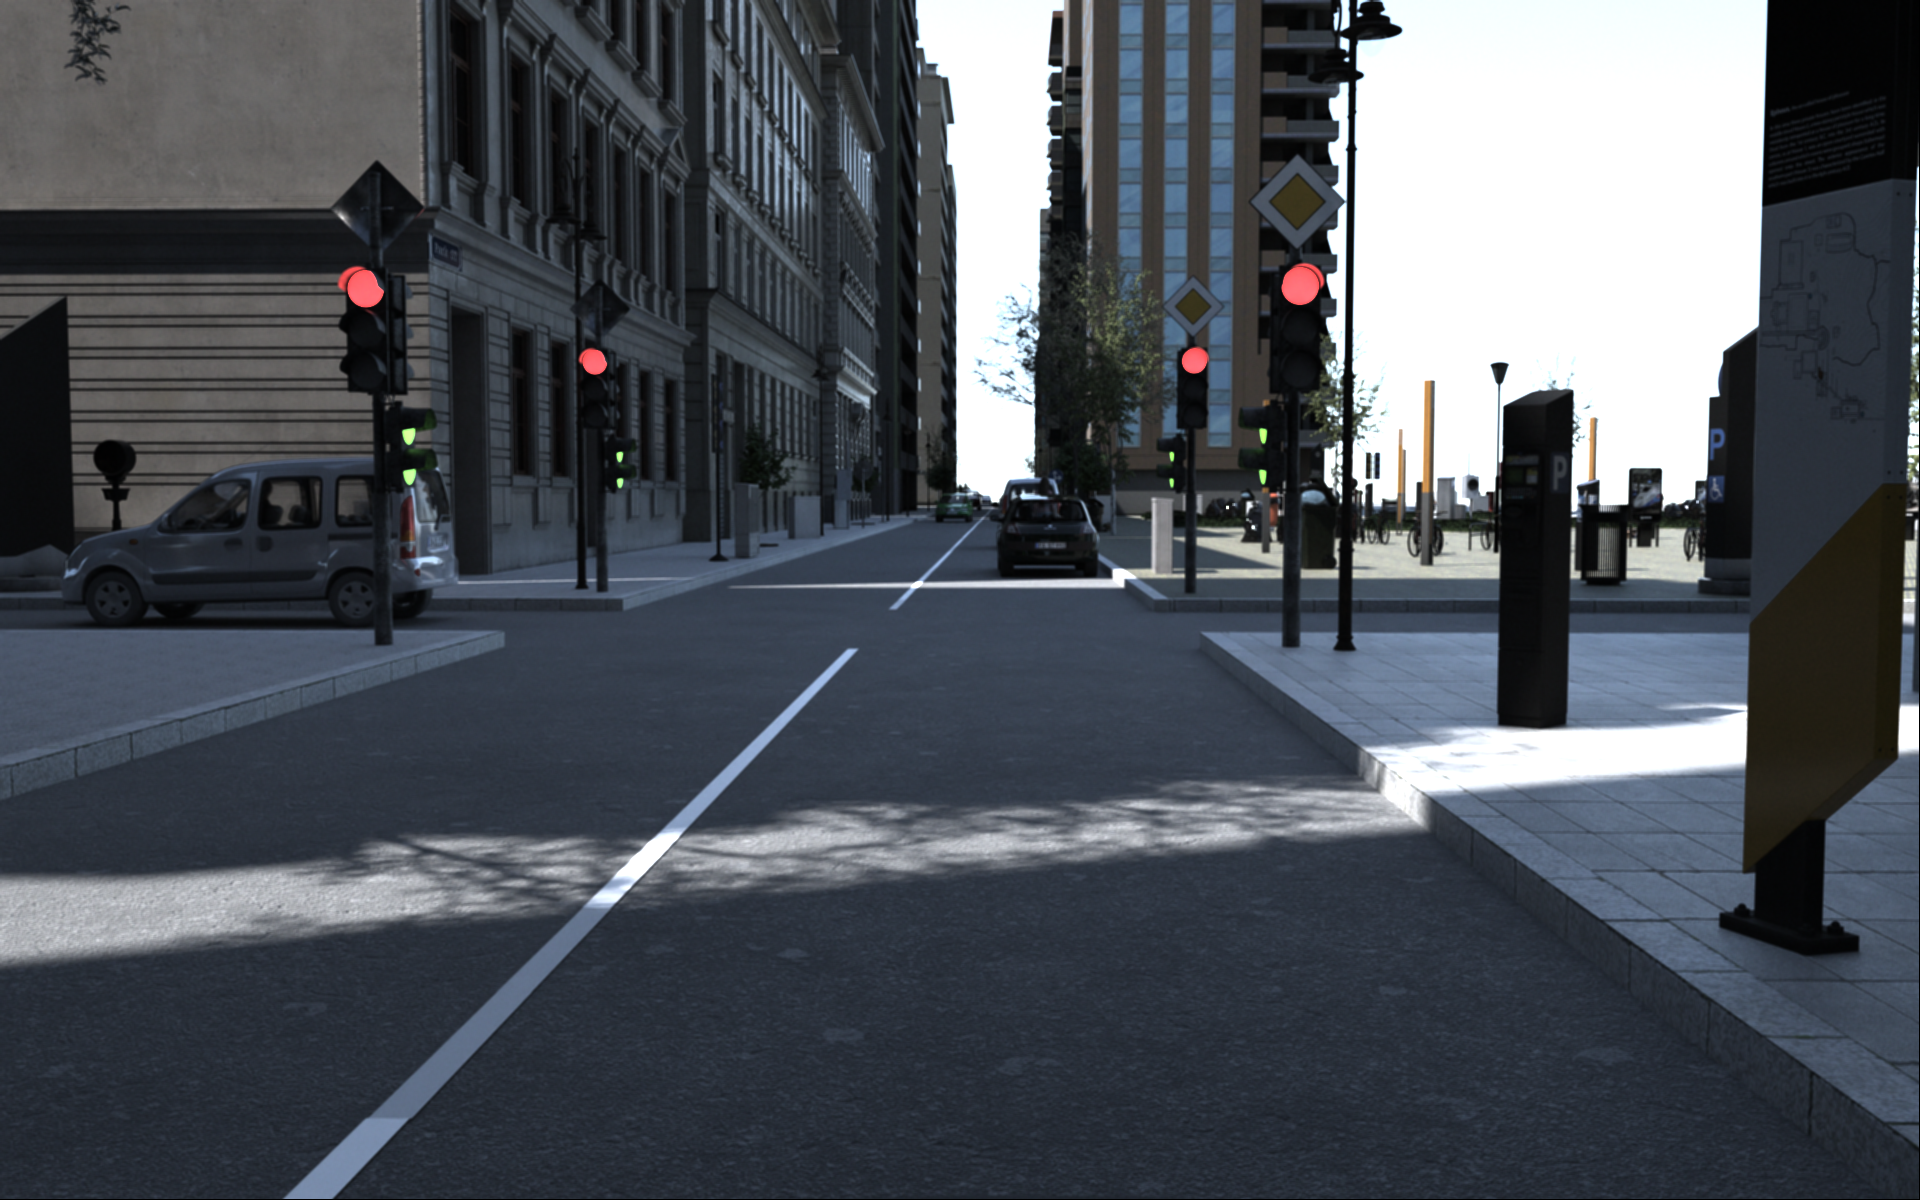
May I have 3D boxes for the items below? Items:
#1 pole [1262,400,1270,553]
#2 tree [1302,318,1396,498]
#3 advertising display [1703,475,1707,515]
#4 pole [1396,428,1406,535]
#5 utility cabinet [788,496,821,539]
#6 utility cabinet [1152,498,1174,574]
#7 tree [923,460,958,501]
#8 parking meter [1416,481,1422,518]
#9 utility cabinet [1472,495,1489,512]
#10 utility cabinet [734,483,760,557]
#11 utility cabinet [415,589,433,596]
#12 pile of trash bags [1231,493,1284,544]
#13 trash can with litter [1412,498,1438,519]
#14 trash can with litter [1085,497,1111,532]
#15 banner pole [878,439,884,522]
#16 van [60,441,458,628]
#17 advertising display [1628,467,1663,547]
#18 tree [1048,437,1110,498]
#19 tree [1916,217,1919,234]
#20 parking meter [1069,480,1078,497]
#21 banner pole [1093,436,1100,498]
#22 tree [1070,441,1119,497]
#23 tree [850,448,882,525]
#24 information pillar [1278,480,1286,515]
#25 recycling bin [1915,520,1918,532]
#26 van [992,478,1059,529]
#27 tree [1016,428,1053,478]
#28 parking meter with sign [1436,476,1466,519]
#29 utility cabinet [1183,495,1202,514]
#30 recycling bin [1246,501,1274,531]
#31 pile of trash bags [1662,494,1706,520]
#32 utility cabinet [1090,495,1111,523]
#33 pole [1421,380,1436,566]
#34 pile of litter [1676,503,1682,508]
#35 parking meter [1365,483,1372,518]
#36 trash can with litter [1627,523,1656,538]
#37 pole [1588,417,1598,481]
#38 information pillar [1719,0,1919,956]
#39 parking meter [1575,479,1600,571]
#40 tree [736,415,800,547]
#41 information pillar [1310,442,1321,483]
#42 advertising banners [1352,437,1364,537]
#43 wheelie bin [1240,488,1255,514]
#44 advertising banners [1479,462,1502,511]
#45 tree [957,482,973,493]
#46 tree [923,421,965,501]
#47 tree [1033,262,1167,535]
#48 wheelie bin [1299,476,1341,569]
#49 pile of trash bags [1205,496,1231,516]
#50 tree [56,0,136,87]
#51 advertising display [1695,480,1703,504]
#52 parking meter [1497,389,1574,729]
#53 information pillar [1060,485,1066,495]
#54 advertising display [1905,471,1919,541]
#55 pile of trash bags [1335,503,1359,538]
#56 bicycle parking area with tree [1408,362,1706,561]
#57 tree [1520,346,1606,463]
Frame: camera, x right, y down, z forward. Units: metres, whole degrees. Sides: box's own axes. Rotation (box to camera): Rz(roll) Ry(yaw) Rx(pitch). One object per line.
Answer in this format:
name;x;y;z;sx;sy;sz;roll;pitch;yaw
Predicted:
pole;6.675;-2.684;37.718;0.158;3.312;0.155;0;3;0
tree;16.149;-7.527;73.427;4.737;8.622;4.395;0;3;0
advertising display;23.651;-2.990;54.105;0.123;1.923;0.974;-1;4;-13
pole;13.644;-3.661;53.704;0.158;3.312;0.155;0;3;0
utility cabinet;-4.475;-2.360;49.749;0.306;1.237;1.020;3;5;43
utility cabinet;3.321;-1.052;28.368;0.306;1.237;1.020;0;4;3
tree;-1.880;-11.198;166.807;4.285;4.588;4.351;0;3;0
parking meter;21.055;-4.505;79.374;0.255;1.863;0.399;2;4;28
utility cabinet;27.244;-4.876;90.885;1.020;1.237;0.306;-1;4;-19
utility cabinet;-4.296;-1.614;35.060;0.318;1.500;1.173;0;4;3
utility cabinet;-7.210;-0.664;22.023;1.020;1.237;0.306;1;4;21
pile of trash bags;8.336;-2.205;45.812;1.912;1.369;3.447;1;4;13
trash can with litter;18.967;-3.638;70.872;1.055;1.170;0.624;-1;4;-17
trash can with litter;4.715;-2.894;58.699;1.055;1.170;0.624;-3;4;-39
banner pole;-3.551;-5.381;77.998;0.401;3.779;0.863;1;4;17
van;-7.797;-0.753;19.326;4.112;2.044;2.013;0;4;1
advertising display;16.606;-2.250;41.996;0.974;1.923;0.123;-1;4;-23
tree;6.144;-6.534;90.545;4.285;4.588;4.351;0;3;0
tree;23.568;-5.552;41.146;4.737;8.622;4.395;0;3;0
parking meter;4.750;-4.086;72.510;0.255;1.863;0.399;2;4;30
banner pole;5.697;-5.031;72.266;0.401;3.779;0.863;-1;4;-18
tree;4.569;-4.074;61.214;1.663;3.219;1.824;0;3;0
tree;-4.118;-4.797;73.026;1.663;3.219;1.824;0;3;0
information pillar;16.608;-5.192;89.374;0.304;2.012;0.304;2;4;26
recycling bin;32.690;-2.868;59.448;0.722;1.027;0.722;3;5;42
van;1.847;-2.377;45.881;2.013;2.044;4.112;0;4;1
tree;8.272;-14.397;185.760;4.360;8.622;3.978;0;3;0
parking meter with sign;20.444;-4.684;72.852;1.738;3.016;0.543;3;5;42
utility cabinet;13.093;-5.272;97.356;1.020;1.237;0.306;0;4;-1
recycling bin;10.393;-2.897;59.917;0.722;1.027;0.722;-2;4;-26
pile of trash bags;31.698;-4.066;76.227;3.447;1.369;1.912;-2;4;-26
utility cabinet;6.307;-4.038;77.182;1.020;1.237;0.306;-2;4;-24
pole;8.381;-2.272;30.998;0.158;3.312;0.155;0;3;0
pile of litter;36.949;-4.582;88.881;1.719;0.858;1.176;3;5;42
parking meter;21.648;-5.267;91.823;0.255;1.863;0.399;-1;4;-15
trash can with litter;19.541;-2.353;49.865;0.624;1.170;1.055;-3;4;-39
pole;16.790;-3.190;46.001;0.158;3.312;0.155;0;3;0
information pillar;2.410;-0.823;4.806;0.183;3.616;0.504;-1;4;-17
parking meter;10.495;-1.257;28.971;0.372;1.533;0.369;0;3;0
tree;-5.015;-2.924;42.417;1.663;3.219;1.824;0;3;0
information pillar;16.054;-5.309;78.159;0.504;3.616;0.183;0;4;-8
advertising banners;12.053;-3.457;52.706;0.090;3.025;2.074;0;4;3
wheelie bin;14.267;-4.774;85.967;0.693;1.594;0.980;0;4;0
advertising banners;28.872;-6.007;94.406;2.074;3.025;0.090;3;4;37
tree;0.757;-15.425;246.793;1.663;3.219;1.824;0;3;0
tree;-1.928;-13.562;172.102;4.360;8.622;3.978;0;3;0
tree;4.630;-6.352;54.215;4.737;8.622;4.395;0;3;0
wheelie bin;6.093;-1.332;29.679;0.693;1.594;0.980;0;4;-4
pile of trash bags;14.367;-4.973;91.065;1.912;1.369;3.447;3;5;39
tree;-6.154;-5.951;7.670;12.009;13.543;11.850;0;3;0
advertising display;34.163;-4.566;79.869;0.974;1.923;0.123;-3;5;-41
parking meter;3.181;-0.237;9.582;0.399;1.863;0.255;-3;5;-45
information pillar;5.702;-5.602;96.081;0.304;2.012;0.304;-1;4;-9
advertising display;26.224;-2.608;47.858;0.123;1.923;0.974;-1;4;-13
pile of trash bags;10.620;-2.486;50.398;1.912;1.369;3.447;1;4;12
bicycle parking area with tree;14.068;-3.030;36.539;8.231;4.147;9.016;3;5;44
tree;30.008;-8.369;87.189;4.360;8.622;3.978;0;3;0
